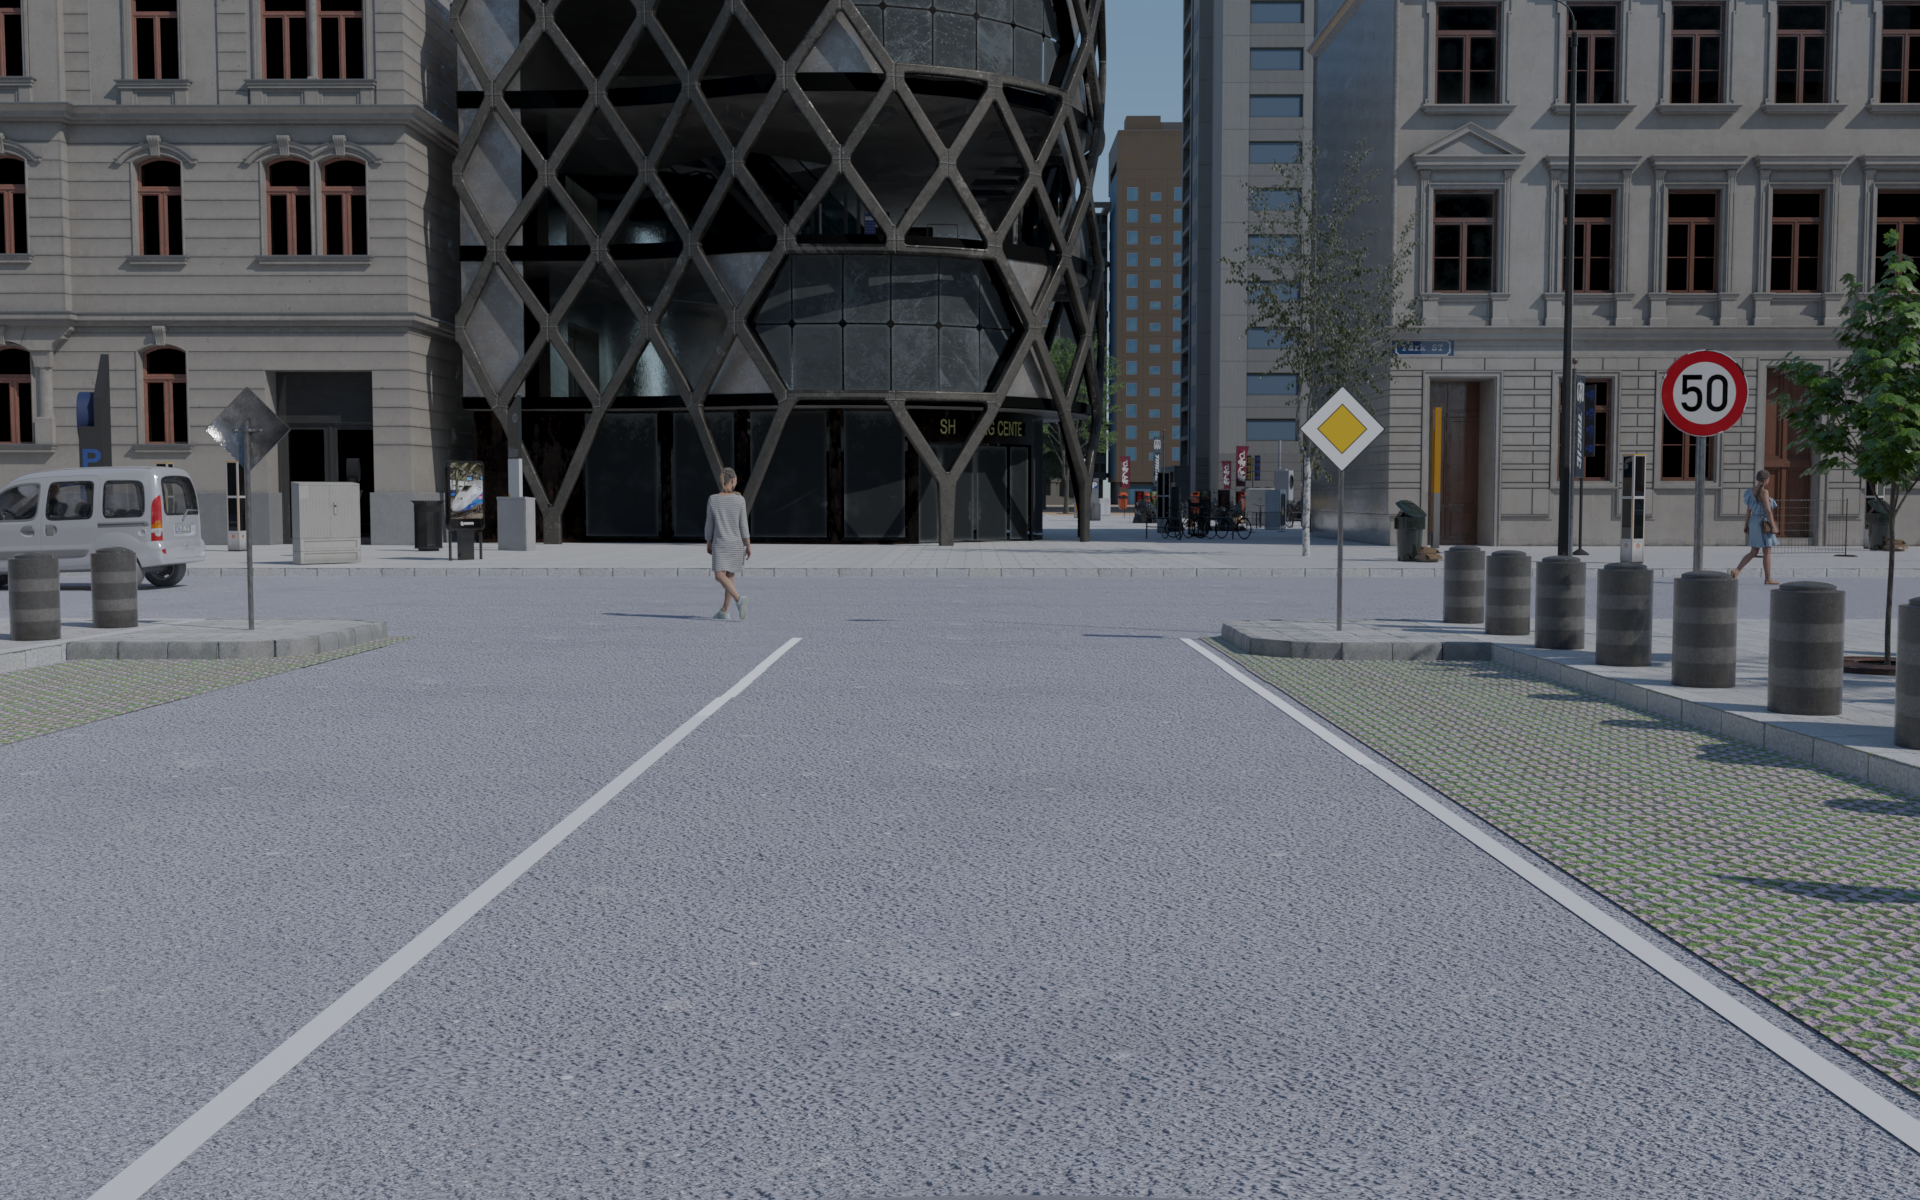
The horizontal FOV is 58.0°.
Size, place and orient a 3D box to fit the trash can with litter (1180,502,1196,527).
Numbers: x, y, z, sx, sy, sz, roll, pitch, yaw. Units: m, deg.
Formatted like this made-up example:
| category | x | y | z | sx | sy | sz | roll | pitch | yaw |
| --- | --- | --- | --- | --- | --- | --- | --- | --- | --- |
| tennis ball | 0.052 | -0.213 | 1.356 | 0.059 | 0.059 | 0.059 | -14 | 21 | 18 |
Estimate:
| category | x | y | z | sx | sy | sz | roll | pitch | yaw |
| --- | --- | --- | --- | --- | --- | --- | --- | --- | --- |
| trash can with litter | 8.669 | -3.436 | 67.562 | 1.055 | 1.170 | 0.624 | 0 | 4 | -3 |

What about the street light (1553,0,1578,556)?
| category | x | y | z | sx | sy | sz | roll | pitch | yaw |
| --- | --- | --- | --- | --- | --- | --- | --- | --- | --- |
| street light | 5.035 | -2.651 | 15.877 | 1.470 | 5.913 | 1.316 | 0 | 4 | 0 |

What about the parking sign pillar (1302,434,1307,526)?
| category | x | y | z | sx | sy | sz | roll | pitch | yaw |
| --- | --- | --- | --- | --- | --- | --- | --- | --- | --- |
| parking sign pillar | 14.356 | -4.932 | 69.116 | 1.447 | 3.967 | 1.447 | 0 | 4 | -3 |

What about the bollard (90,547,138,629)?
| category | x | y | z | sx | sy | sz | roll | pitch | yaw |
| --- | --- | --- | --- | --- | --- | --- | --- | --- | --- |
| bollard | -8.145 | -0.120 | 16.682 | 0.404 | 0.777 | 0.398 | 0 | 3 | 0 |

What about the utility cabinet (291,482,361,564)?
| category | x | y | z | sx | sy | sz | roll | pitch | yaw |
| --- | --- | --- | --- | --- | --- | --- | --- | --- | --- |
| utility cabinet | -11.603 | -1.410 | 31.735 | 0.318 | 1.500 | 1.173 | 3 | 5 | 42 |

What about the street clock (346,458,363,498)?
| category | x | y | z | sx | sy | sz | roll | pitch | yaw |
| --- | --- | --- | --- | --- | --- | --- | --- | --- | --- |
| street clock | -12.285 | -1.868 | 35.115 | 0.358 | 2.002 | 0.471 | -1 | 4 | -13 |

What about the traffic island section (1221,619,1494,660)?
| category | x | y | z | sx | sy | sz | roll | pitch | yaw |
| --- | --- | --- | --- | --- | --- | --- | --- | --- | --- |
| traffic island section | 3.580 | 0.367 | 16.273 | 2.009 | 0.180 | 2.903 | 0 | 4 | 0 |

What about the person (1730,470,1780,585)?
| category | x | y | z | sx | sy | sz | roll | pitch | yaw |
| --- | --- | --- | --- | --- | --- | --- | --- | --- | --- |
| person | 12.529 | -1.135 | 27.147 | 0.778 | 1.811 | 0.616 | 0 | 4 | -5 |

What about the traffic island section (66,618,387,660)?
| category | x | y | z | sx | sy | sz | roll | pitch | yaw |
| --- | --- | --- | --- | --- | --- | --- | --- | --- | --- |
| traffic island section | -6.711 | 0.363 | 16.351 | 2.009 | 0.180 | 2.903 | 0 | 4 | 0 |

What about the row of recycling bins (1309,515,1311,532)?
| category | x | y | z | sx | sy | sz | roll | pitch | yaw |
| --- | --- | --- | --- | --- | --- | --- | --- | --- | --- |
| row of recycling bins | 13.036 | -3.067 | 57.262 | 3.534 | 1.692 | 1.069 | 3 | 5 | 43 |

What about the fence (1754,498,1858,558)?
| category | x | y | z | sx | sy | sz | roll | pitch | yaw |
| --- | --- | --- | --- | --- | --- | --- | --- | --- | --- |
| fence | 17.133 | -1.470 | 35.233 | 2.264 | 1.192 | 0.480 | -1 | 4 | -13 |

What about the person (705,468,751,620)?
| category | x | y | z | sx | sy | sz | roll | pitch | yaw |
| --- | --- | --- | --- | --- | --- | --- | --- | --- | --- |
| person | -2.601 | -0.637 | 19.670 | 0.466 | 1.731 | 0.760 | -3 | 5 | -43 |

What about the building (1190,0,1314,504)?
| category | x | y | z | sx | sy | sz | roll | pitch | yaw |
| --- | --- | --- | --- | --- | --- | --- | --- | --- | --- |
| building | 27.655 | -35.743 | 126.394 | 21.231 | 58.520 | 28.212 | 0 | 4 | 0 |

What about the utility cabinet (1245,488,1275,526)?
| category | x | y | z | sx | sy | sz | roll | pitch | yaw |
| --- | --- | --- | --- | --- | --- | --- | --- | --- | --- |
| utility cabinet | 11.906 | -3.673 | 68.727 | 1.173 | 1.500 | 0.318 | 3 | 5 | 43 |

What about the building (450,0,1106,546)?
| category | x | y | z | sx | sy | sz | roll | pitch | yaw |
| --- | --- | --- | --- | --- | --- | --- | --- | --- | --- |
| building | -4.322 | -11.165 | 50.001 | 16.811 | 18.784 | 16.820 | 0 | 4 | 0 |

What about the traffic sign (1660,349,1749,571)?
| category | x | y | z | sx | sy | sz | roll | pitch | yaw |
| --- | --- | --- | --- | --- | --- | --- | --- | --- | --- |
| traffic sign | 6.554 | -0.932 | 15.346 | 0.768 | 2.556 | 0.104 | 0 | 4 | 2 |

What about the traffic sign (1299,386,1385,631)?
| category | x | y | z | sx | sy | sz | roll | pitch | yaw |
| --- | --- | --- | --- | --- | --- | --- | --- | --- | --- |
| traffic sign | 3.556 | -0.768 | 16.196 | 0.795 | 2.450 | 0.064 | 0 | 4 | 0 |

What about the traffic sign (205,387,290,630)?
| category | x | y | z | sx | sy | sz | roll | pitch | yaw |
| --- | --- | --- | --- | --- | --- | --- | --- | --- | --- |
| traffic sign | -6.687 | -0.773 | 16.289 | 0.795 | 2.450 | 0.064 | 0 | 4 | 0 |

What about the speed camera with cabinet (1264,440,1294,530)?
| category | x | y | z | sx | sy | sz | roll | pitch | yaw |
| --- | --- | --- | --- | --- | --- | --- | --- | --- | --- |
| speed camera with cabinet | 11.631 | -4.202 | 63.040 | 0.660 | 3.252 | 2.038 | 2 | 4 | 25 |

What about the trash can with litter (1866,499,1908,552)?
| category | x | y | z | sx | sy | sz | roll | pitch | yaw |
| --- | --- | --- | --- | --- | --- | --- | --- | --- | --- |
| trash can with litter | 20.955 | -1.691 | 39.036 | 0.624 | 1.170 | 1.055 | -1 | 4 | -8 |

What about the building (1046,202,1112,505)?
| category | x | y | z | sx | sy | sz | roll | pitch | yaw |
| --- | --- | --- | --- | --- | --- | --- | --- | --- | --- |
| building | 6.400 | -32.128 | 217.167 | 23.993 | 40.220 | 32.217 | 0 | 4 | 0 |

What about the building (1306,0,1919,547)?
| category | x | y | z | sx | sy | sz | roll | pitch | yaw |
| --- | --- | --- | --- | --- | --- | --- | --- | --- | --- |
| building | 20.315 | -12.876 | 46.674 | 21.152 | 22.565 | 11.583 | 0 | 4 | 0 |

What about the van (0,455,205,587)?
| category | x | y | z | sx | sy | sz | roll | pitch | yaw |
| --- | --- | --- | --- | --- | --- | --- | --- | --- | --- |
| van | -13.718 | -1.173 | 26.191 | 4.112 | 2.044 | 2.013 | 0 | 4 | 0 |

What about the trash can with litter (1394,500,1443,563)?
| category | x | y | z | sx | sy | sz | roll | pitch | yaw |
| --- | --- | --- | --- | --- | --- | --- | --- | --- | --- |
| trash can with litter | 8.731 | -1.312 | 32.843 | 0.624 | 1.170 | 1.055 | -2 | 4 | -28 |

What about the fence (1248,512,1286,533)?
| category | x | y | z | sx | sy | sz | roll | pitch | yaw |
| --- | --- | --- | --- | --- | --- | --- | --- | --- | --- |
| fence | 10.337 | -2.624 | 58.277 | 0.278 | 0.683 | 2.069 | 3 | 5 | 40 |

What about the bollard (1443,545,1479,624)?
| category | x | y | z | sx | sy | sz | roll | pitch | yaw |
| --- | --- | --- | --- | --- | --- | --- | --- | --- | --- |
| bollard | 5.029 | -0.156 | 17.273 | 0.404 | 0.777 | 0.398 | 0 | 3 | 0 |

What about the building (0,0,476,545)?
| category | x | y | z | sx | sy | sz | roll | pitch | yaw |
| --- | --- | --- | --- | --- | --- | --- | --- | --- | --- |
| building | -24.697 | -15.983 | 48.717 | 23.554 | 28.519 | 14.401 | 0 | 4 | 0 |

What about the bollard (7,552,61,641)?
| category | x | y | z | sx | sy | sz | roll | pitch | yaw |
| --- | --- | --- | --- | --- | --- | --- | --- | --- | --- |
| bollard | -8.158 | -0.034 | 15.267 | 0.404 | 0.777 | 0.398 | 0 | 3 | 0 |

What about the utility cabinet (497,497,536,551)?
| category | x | y | z | sx | sy | sz | roll | pitch | yaw |
| --- | --- | --- | --- | --- | --- | --- | --- | --- | --- |
| utility cabinet | -10.060 | -1.720 | 39.292 | 1.020 | 1.237 | 0.306 | 3 | 4 | 38 |

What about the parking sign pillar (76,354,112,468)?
| category | x | y | z | sx | sy | sz | roll | pitch | yaw |
| --- | --- | --- | --- | --- | --- | --- | --- | --- | --- |
| parking sign pillar | -16.355 | -2.710 | 32.778 | 1.447 | 3.967 | 1.447 | -1 | 4 | -20 |

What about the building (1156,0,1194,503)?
| category | x | y | z | sx | sy | sz | roll | pitch | yaw |
| --- | --- | --- | --- | --- | --- | --- | --- | --- | --- |
| building | 28.645 | -43.607 | 151.226 | 20.563 | 71.187 | 20.611 | 0 | 4 | 0 |

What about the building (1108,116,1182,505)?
| category | x | y | z | sx | sy | sz | roll | pitch | yaw |
| --- | --- | --- | --- | --- | --- | --- | --- | --- | --- |
| building | 25.435 | -34.138 | 208.261 | 14.200 | 45.320 | 14.600 | 0 | 4 | 0 |

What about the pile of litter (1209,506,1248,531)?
| category | x | y | z | sx | sy | sz | roll | pitch | yaw |
| --- | --- | --- | --- | --- | --- | --- | --- | --- | --- |
| pile of litter | 9.270 | -2.828 | 60.202 | 1.176 | 0.858 | 1.719 | -2 | 4 | -30 |

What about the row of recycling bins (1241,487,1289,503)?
| category | x | y | z | sx | sy | sz | roll | pitch | yaw |
| --- | --- | --- | --- | --- | --- | --- | --- | --- | --- |
| row of recycling bins | 16.914 | -5.459 | 96.364 | 1.069 | 1.692 | 3.534 | -2 | 4 | -35 |

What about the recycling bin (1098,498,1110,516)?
| category | x | y | z | sx | sy | sz | roll | pitch | yaw |
| --- | --- | --- | --- | --- | --- | --- | --- | --- | --- |
| recycling bin | 8.312 | -5.418 | 101.131 | 0.722 | 1.027 | 0.722 | -1 | 4 | -22 |

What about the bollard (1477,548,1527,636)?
| category | x | y | z | sx | sy | sz | roll | pitch | yaw |
| --- | --- | --- | --- | --- | --- | --- | --- | --- | --- |
| bollard | 5.015 | -0.069 | 15.847 | 0.404 | 0.777 | 0.398 | 0 | 3 | 0 |
